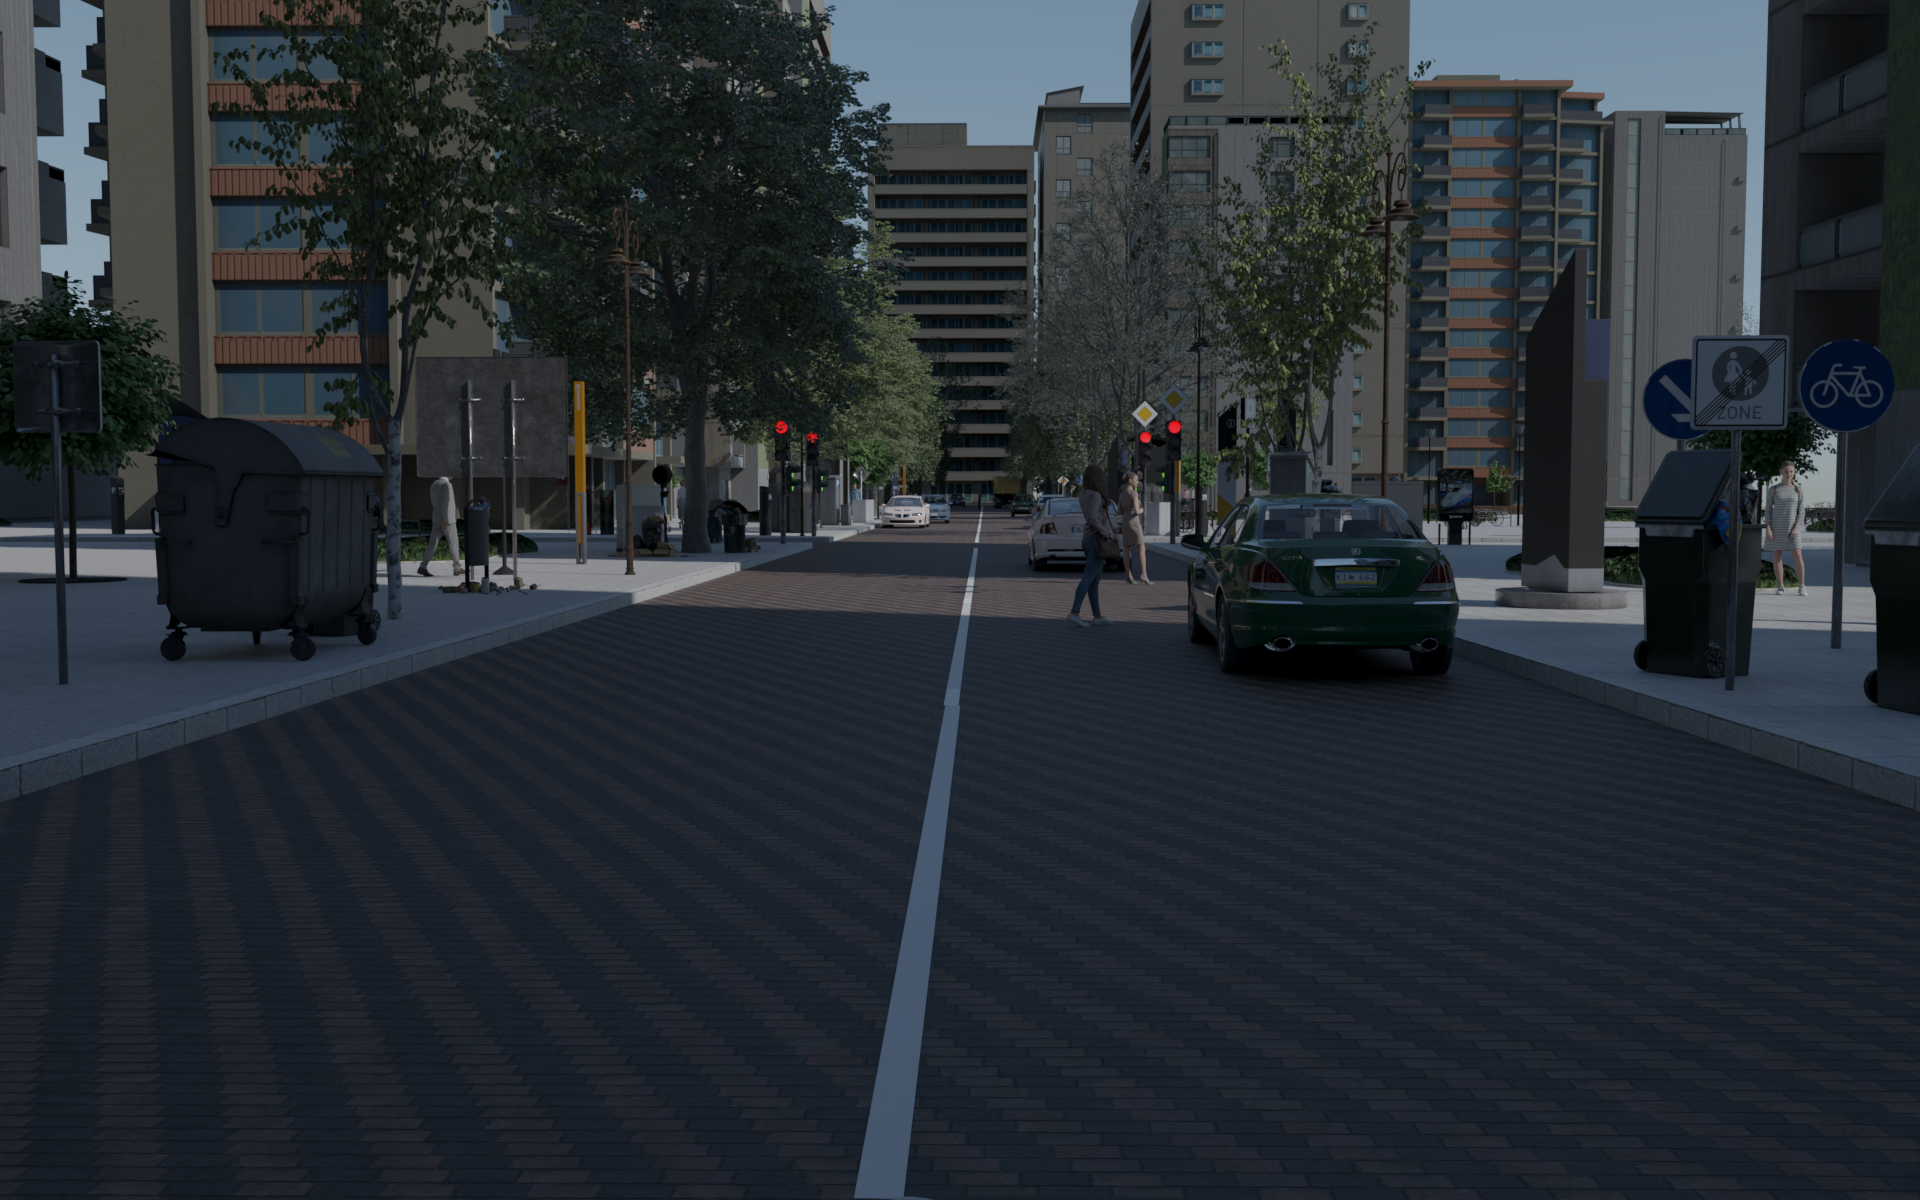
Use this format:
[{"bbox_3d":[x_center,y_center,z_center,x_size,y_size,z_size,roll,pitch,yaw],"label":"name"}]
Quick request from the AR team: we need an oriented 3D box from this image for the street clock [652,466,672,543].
[{"bbox_3d":[-7.580,-2.419,44.127,0.471,2.002,0.358,1,4,22],"label":"street clock"}]

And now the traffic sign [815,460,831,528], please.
[{"bbox_3d":[-5.251,-3.996,65.433,0.768,2.556,0.104,0,4,8],"label":"traffic sign"}]

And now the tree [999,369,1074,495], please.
[{"bbox_3d":[8.301,-15.576,161.325,9.857,13.997,8.962,0,3,0],"label":"tree"}]

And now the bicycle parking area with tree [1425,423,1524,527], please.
[{"bbox_3d":[21.227,-5.210,72.187,9.016,4.147,8.231,-1,4,-14],"label":"bicycle parking area with tree"}]

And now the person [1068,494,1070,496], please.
[{"bbox_3d":[11.420,-10.369,175.560,1.348,1.826,0.705,-2,4,-34],"label":"person"}]

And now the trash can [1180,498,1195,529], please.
[{"bbox_3d":[8.225,-3.141,63.005,0.748,1.137,0.748,0,3,0],"label":"trash can"}]

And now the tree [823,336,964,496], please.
[{"bbox_3d":[-4.750,-12.681,124.345,9.611,12.733,9.660,0,3,0],"label":"tree"}]

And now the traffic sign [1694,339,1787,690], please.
[{"bbox_3d":[5.029,-0.558,11.251,0.606,2.300,0.079,0,4,2],"label":"traffic sign"}]

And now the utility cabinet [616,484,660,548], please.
[{"bbox_3d":[-7.348,-1.888,39.555,0.318,1.500,1.173,2,4,31],"label":"utility cabinet"}]

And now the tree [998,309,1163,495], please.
[{"bbox_3d":[7.174,-11.173,99.688,9.611,12.733,9.660,0,3,0],"label":"tree"}]

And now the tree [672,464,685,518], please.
[{"bbox_3d":[-15.961,-6.048,93.491,1.663,3.219,1.824,0,3,0],"label":"tree"}]

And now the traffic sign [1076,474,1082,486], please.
[{"bbox_3d":[7.615,-6.582,107.718,0.768,2.556,0.104,0,4,2],"label":"traffic sign"}]

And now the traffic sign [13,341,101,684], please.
[{"bbox_3d":[-6.047,-0.581,11.621,0.606,2.300,0.079,0,4,6],"label":"traffic sign"}]

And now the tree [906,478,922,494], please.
[{"bbox_3d":[-4.322,-10.500,166.272,1.663,3.219,1.824,0,3,0],"label":"tree"}]

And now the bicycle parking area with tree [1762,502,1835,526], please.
[{"bbox_3d":[42.295,-5.704,80.255,9.016,4.147,8.231,2,4,29],"label":"bicycle parking area with tree"}]

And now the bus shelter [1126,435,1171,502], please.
[{"bbox_3d":[7.844,-4.910,71.564,1.731,3.624,6.357,0,4,1],"label":"bus shelter"}]

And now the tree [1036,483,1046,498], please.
[{"bbox_3d":[8.810,-14.994,195.511,4.360,8.622,3.978,0,3,0],"label":"tree"}]

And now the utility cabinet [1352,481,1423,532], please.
[{"bbox_3d":[7.283,-1.275,29.528,1.173,1.500,0.318,1,4,15],"label":"utility cabinet"}]

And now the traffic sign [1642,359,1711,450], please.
[{"bbox_3d":[6.826,-0.998,16.418,0.768,2.556,0.104,0,4,4],"label":"traffic sign"}]

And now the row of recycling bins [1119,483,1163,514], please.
[{"bbox_3d":[6.971,-3.613,66.181,1.069,1.692,3.534,2,4,25],"label":"row of recycling bins"}]

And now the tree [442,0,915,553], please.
[{"bbox_3d":[-5.899,-8.008,37.580,9.857,13.997,8.962,0,3,0],"label":"tree"}]

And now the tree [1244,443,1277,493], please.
[{"bbox_3d":[18.605,-7.360,104.052,4.285,4.588,4.351,0,3,0],"label":"tree"}]

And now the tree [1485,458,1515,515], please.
[{"bbox_3d":[28.273,-5.941,91.738,1.663,3.219,1.824,0,3,0],"label":"tree"}]

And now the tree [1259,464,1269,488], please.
[{"bbox_3d":[17.809,-6.216,96.236,1.663,3.219,1.824,0,3,0],"label":"tree"}]

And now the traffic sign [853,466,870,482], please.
[{"bbox_3d":[-4.580,-4.920,80.180,0.795,2.593,0.064,0,4,7],"label":"traffic sign"}]

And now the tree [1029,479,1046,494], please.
[{"bbox_3d":[7.675,-10.794,171.089,1.663,3.219,1.824,0,3,0],"label":"tree"}]

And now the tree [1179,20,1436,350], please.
[{"bbox_3d":[5.658,-4.729,27.675,4.737,8.622,4.395,0,3,0],"label":"tree"}]

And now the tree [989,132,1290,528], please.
[{"bbox_3d":[6.029,-9.141,59.818,12.009,13.543,11.850,0,3,0],"label":"tree"}]

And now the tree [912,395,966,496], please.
[{"bbox_3d":[-3.894,-13.169,149.721,7.601,10.594,8.767,3,5,42],"label":"tree"}]

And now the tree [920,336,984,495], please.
[{"bbox_3d":[-2.721,-21.344,204.855,12.611,20.169,13.585,0,3,0],"label":"tree"}]

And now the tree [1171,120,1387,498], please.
[{"bbox_3d":[6.609,-5.153,34.617,4.360,8.622,3.978,0,3,0],"label":"tree"}]

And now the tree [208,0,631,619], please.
[{"bbox_3d":[-5.719,-4.123,17.768,4.737,8.622,4.395,0,3,0],"label":"tree"}]

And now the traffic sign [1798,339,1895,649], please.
[{"bbox_3d":[7.278,-0.869,14.311,0.768,2.556,0.104,0,4,3],"label":"traffic sign"}]

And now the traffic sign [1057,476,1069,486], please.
[{"bbox_3d":[7.069,-7.257,118.392,0.795,2.593,0.064,0,4,3],"label":"traffic sign"}]

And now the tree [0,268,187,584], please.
[{"bbox_3d":[-13.123,-2.544,25.316,4.285,4.588,4.351,0,3,0],"label":"tree"}]

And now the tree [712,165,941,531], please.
[{"bbox_3d":[-5.208,-8.669,59.858,7.486,12.596,7.792,0,3,0],"label":"tree"}]

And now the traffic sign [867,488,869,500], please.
[{"bbox_3d":[-5.776,-6.646,108.770,0.768,2.556,0.104,0,4,6],"label":"traffic sign"}]

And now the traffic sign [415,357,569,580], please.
[{"bbox_3d":[-6.948,-1.947,25.711,2.265,3.308,0.079,0,4,1],"label":"traffic sign"}]

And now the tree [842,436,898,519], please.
[{"bbox_3d":[-4.850,-6.409,88.505,4.285,4.588,4.351,0,3,0],"label":"tree"}]

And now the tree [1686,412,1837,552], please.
[{"bbox_3d":[18.170,-3.391,39.163,4.285,4.588,4.351,0,3,0],"label":"tree"}]

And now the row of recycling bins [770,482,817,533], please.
[{"bbox_3d":[-5.672,-3.121,58.141,1.069,1.692,3.534,-1,4,-21],"label":"row of recycling bins"}]

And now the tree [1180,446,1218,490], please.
[{"bbox_3d":[16.158,-8.197,117.726,4.285,4.588,4.351,0,3,0],"label":"tree"}]

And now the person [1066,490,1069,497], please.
[{"bbox_3d":[11.529,-10.997,186.781,0.436,1.711,0.756,0,4,0],"label":"person"}]

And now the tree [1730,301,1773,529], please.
[{"bbox_3d":[29.706,-6.950,64.003,4.360,8.622,3.978,0,3,0],"label":"tree"}]

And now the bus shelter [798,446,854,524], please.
[{"bbox_3d":[-6.112,-6.086,77.133,2.179,5.291,8.768,0,4,1],"label":"bus shelter"}]
